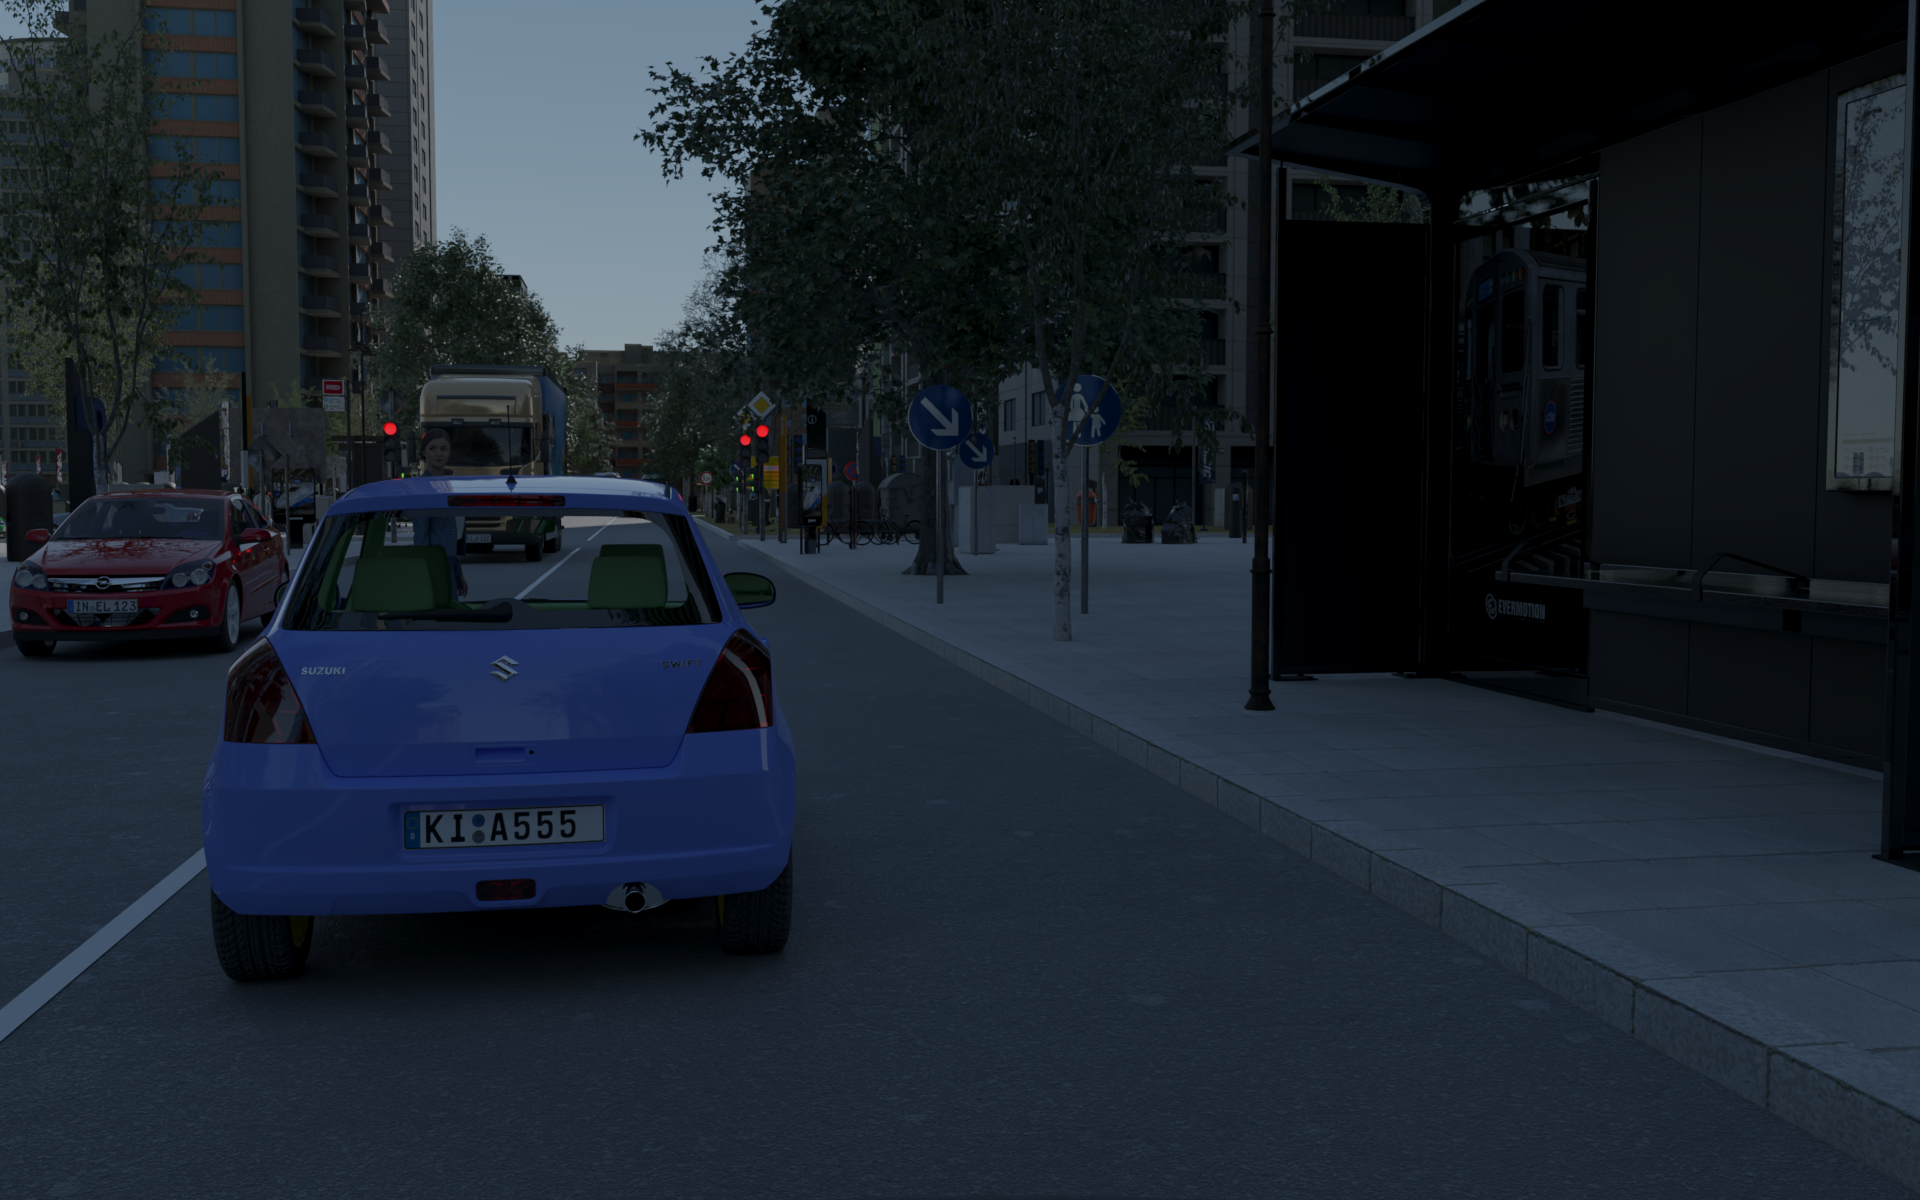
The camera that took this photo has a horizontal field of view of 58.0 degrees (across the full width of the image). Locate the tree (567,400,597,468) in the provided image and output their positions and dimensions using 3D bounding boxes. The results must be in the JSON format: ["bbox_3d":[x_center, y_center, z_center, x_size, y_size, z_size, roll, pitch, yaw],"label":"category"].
[{"bbox_3d":[-30.868,-11.970,130.114,7.601,10.594,8.767,-2,4,-27],"label":"tree"}]

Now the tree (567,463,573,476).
[{"bbox_3d":[-32.604,-9.454,138.283,4.285,4.588,4.351,0,3,0],"label":"tree"}]

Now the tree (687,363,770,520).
[{"bbox_3d":[-11.366,-8.366,87.150,4.360,8.622,3.978,0,3,0],"label":"tree"}]

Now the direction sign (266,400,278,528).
[{"bbox_3d":[-16.703,-3.066,42.129,0.379,3.537,0.876,-3,4,-38],"label":"direction sign"}]

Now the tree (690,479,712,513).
[{"bbox_3d":[-17.611,-7.663,119.886,1.663,3.219,1.824,0,3,0],"label":"tree"}]

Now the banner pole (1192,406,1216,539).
[{"bbox_3d":[6.880,-3.625,49.281,0.863,3.779,0.401,0,4,3],"label":"banner pole"}]

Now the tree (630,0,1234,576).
[{"bbox_3d":[-0.311,-6.741,27.218,9.611,12.733,9.660,0,3,0],"label":"tree"}]

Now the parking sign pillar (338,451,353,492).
[{"bbox_3d":[-35.094,-6.769,99.140,1.447,3.967,1.447,3,5,40],"label":"parking sign pillar"}]

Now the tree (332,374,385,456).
[{"bbox_3d":[-35.512,-9.358,103.370,4.360,8.622,3.978,0,3,0],"label":"tree"}]

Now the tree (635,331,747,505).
[{"bbox_3d":[-30.925,-20.987,199.032,12.611,20.169,13.585,0,3,0],"label":"tree"}]

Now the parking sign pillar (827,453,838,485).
[{"bbox_3d":[-7.585,-6.898,101.257,1.447,3.967,1.447,1,4,20],"label":"parking sign pillar"}]

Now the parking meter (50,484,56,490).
[{"bbox_3d":[-50.905,-5.598,97.240,0.399,1.863,0.255,0,4,-5],"label":"parking meter"}]

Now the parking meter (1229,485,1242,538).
[{"bbox_3d":[8.017,-2.566,50.371,0.372,1.533,0.369,0,3,0],"label":"parking meter"}]

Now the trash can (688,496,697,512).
[{"bbox_3d":[-18.952,-6.796,122.766,0.748,1.137,0.748,0,3,0],"label":"trash can"}]

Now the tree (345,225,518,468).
[{"bbox_3d":[-21.538,-9.619,74.284,9.611,12.733,9.660,0,3,0],"label":"tree"}]

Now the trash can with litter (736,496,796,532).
[{"bbox_3d":[-6.762,-2.992,59.972,2.233,1.210,1.678,-1,4,-17],"label":"trash can with litter"}]

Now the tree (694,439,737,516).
[{"bbox_3d":[-14.368,-7.318,103.361,4.285,4.588,4.351,0,3,0],"label":"tree"}]

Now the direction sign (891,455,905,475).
[{"bbox_3d":[-3.620,-6.686,101.315,0.876,3.537,0.379,1,4,16],"label":"direction sign"}]

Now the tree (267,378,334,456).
[{"bbox_3d":[-42.337,-9.704,109.031,4.737,8.622,4.395,0,3,0],"label":"tree"}]

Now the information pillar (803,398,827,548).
[{"bbox_3d":[-3.443,-3.062,41.421,0.504,3.616,0.183,0,4,-2],"label":"information pillar"}]

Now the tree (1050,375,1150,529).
[{"bbox_3d":[5.306,-6.903,63.224,4.737,8.622,4.395,0,3,0],"label":"tree"}]

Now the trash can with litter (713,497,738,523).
[{"bbox_3d":[-10.362,-3.981,76.471,1.055,1.170,0.624,0,4,6],"label":"trash can with litter"}]

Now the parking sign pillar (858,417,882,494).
[{"bbox_3d":[-3.081,-4.298,58.746,1.447,3.967,1.447,-1,4,-22],"label":"parking sign pillar"}]

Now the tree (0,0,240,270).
[{"bbox_3d":[-11.140,-4.390,22.137,4.360,8.622,3.978,0,3,0],"label":"tree"}]

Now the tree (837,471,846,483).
[{"bbox_3d":[-9.130,-8.066,126.477,1.663,3.219,1.824,0,3,0],"label":"tree"}]

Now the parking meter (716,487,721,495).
[{"bbox_3d":[-14.795,-6.136,106.039,0.255,1.863,0.399,-1,4,-16],"label":"parking meter"}]

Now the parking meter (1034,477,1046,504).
[{"bbox_3d":[2.703,-3.232,58.555,0.399,1.863,0.255,0,4,-4],"label":"parking meter"}]

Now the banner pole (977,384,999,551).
[{"bbox_3d":[0.583,-3.026,39.498,0.401,3.779,0.863,-2,4,-29],"label":"banner pole"}]

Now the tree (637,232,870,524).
[{"bbox_3d":[-8.391,-9.986,73.636,12.009,13.543,11.850,0,3,0],"label":"tree"}]

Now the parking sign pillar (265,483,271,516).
[{"bbox_3d":[-41.387,-6.982,102.634,1.447,3.967,1.447,3,4,37],"label":"parking sign pillar"}]

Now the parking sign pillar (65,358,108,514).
[{"bbox_3d":[-17.589,-2.842,34.935,1.447,3.967,1.447,-1,4,-12],"label":"parking sign pillar"}]

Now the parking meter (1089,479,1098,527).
[{"bbox_3d":[5.117,-3.757,67.136,0.399,1.863,0.255,2,4,29],"label":"parking meter"}]

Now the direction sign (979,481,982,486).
[{"bbox_3d":[0.486,-3.001,41.071,0.379,3.537,0.876,0,4,5],"label":"direction sign"}]

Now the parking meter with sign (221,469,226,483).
[{"bbox_3d":[-52.585,-7.729,122.631,1.738,3.016,0.543,2,4,34],"label":"parking meter with sign"}]

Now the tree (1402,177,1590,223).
[{"bbox_3d":[10.098,-4.968,31.591,4.360,8.622,3.978,0,3,0],"label":"tree"}]

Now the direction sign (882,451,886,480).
[{"bbox_3d":[-4.047,-6.080,91.408,0.379,3.537,0.876,0,4,-8],"label":"direction sign"}]

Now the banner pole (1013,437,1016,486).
[{"bbox_3d":[2.391,-5.254,75.912,0.401,3.779,0.863,0,4,1],"label":"banner pole"}]

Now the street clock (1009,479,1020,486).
[{"bbox_3d":[2.531,-4.659,80.743,0.471,2.002,0.358,-1,4,-11],"label":"street clock"}]

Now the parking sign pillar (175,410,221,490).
[{"bbox_3d":[-24.207,-4.070,55.024,1.447,3.967,1.447,3,5,41],"label":"parking sign pillar"}]

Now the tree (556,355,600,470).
[{"bbox_3d":[-29.339,-11.821,119.030,9.928,11.665,9.643,0,3,0],"label":"tree"}]

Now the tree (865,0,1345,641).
[{"bbox_3d":[0.933,-3.934,14.681,4.360,8.622,3.978,0,3,0],"label":"tree"}]

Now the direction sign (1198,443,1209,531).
[{"bbox_3d":[8.420,-4.141,59.707,0.379,3.537,0.876,3,4,37],"label":"direction sign"}]

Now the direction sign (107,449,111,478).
[{"bbox_3d":[-42.780,-5.768,86.309,0.876,3.537,0.379,-1,4,-22],"label":"direction sign"}]

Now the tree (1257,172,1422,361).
[{"bbox_3d":[8.462,-5.324,37.407,4.737,8.622,4.395,0,3,0],"label":"tree"}]

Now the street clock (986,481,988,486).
[{"bbox_3d":[1.393,-5.569,95.628,0.358,2.002,0.471,1,4,11],"label":"street clock"}]

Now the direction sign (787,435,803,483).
[{"bbox_3d":[-6.453,-4.546,66.331,0.876,3.537,0.379,0,4,7],"label":"direction sign"}]

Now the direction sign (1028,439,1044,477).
[{"bbox_3d":[3.169,-4.901,72.135,0.876,3.537,0.379,-3,5,-41],"label":"direction sign"}]

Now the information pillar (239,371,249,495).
[{"bbox_3d":[-13.736,-2.563,33.257,0.183,3.616,0.504,-2,4,-28],"label":"information pillar"}]

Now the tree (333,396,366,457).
[{"bbox_3d":[-43.623,-10.529,122.508,4.737,8.622,4.395,0,3,0],"label":"tree"}]
